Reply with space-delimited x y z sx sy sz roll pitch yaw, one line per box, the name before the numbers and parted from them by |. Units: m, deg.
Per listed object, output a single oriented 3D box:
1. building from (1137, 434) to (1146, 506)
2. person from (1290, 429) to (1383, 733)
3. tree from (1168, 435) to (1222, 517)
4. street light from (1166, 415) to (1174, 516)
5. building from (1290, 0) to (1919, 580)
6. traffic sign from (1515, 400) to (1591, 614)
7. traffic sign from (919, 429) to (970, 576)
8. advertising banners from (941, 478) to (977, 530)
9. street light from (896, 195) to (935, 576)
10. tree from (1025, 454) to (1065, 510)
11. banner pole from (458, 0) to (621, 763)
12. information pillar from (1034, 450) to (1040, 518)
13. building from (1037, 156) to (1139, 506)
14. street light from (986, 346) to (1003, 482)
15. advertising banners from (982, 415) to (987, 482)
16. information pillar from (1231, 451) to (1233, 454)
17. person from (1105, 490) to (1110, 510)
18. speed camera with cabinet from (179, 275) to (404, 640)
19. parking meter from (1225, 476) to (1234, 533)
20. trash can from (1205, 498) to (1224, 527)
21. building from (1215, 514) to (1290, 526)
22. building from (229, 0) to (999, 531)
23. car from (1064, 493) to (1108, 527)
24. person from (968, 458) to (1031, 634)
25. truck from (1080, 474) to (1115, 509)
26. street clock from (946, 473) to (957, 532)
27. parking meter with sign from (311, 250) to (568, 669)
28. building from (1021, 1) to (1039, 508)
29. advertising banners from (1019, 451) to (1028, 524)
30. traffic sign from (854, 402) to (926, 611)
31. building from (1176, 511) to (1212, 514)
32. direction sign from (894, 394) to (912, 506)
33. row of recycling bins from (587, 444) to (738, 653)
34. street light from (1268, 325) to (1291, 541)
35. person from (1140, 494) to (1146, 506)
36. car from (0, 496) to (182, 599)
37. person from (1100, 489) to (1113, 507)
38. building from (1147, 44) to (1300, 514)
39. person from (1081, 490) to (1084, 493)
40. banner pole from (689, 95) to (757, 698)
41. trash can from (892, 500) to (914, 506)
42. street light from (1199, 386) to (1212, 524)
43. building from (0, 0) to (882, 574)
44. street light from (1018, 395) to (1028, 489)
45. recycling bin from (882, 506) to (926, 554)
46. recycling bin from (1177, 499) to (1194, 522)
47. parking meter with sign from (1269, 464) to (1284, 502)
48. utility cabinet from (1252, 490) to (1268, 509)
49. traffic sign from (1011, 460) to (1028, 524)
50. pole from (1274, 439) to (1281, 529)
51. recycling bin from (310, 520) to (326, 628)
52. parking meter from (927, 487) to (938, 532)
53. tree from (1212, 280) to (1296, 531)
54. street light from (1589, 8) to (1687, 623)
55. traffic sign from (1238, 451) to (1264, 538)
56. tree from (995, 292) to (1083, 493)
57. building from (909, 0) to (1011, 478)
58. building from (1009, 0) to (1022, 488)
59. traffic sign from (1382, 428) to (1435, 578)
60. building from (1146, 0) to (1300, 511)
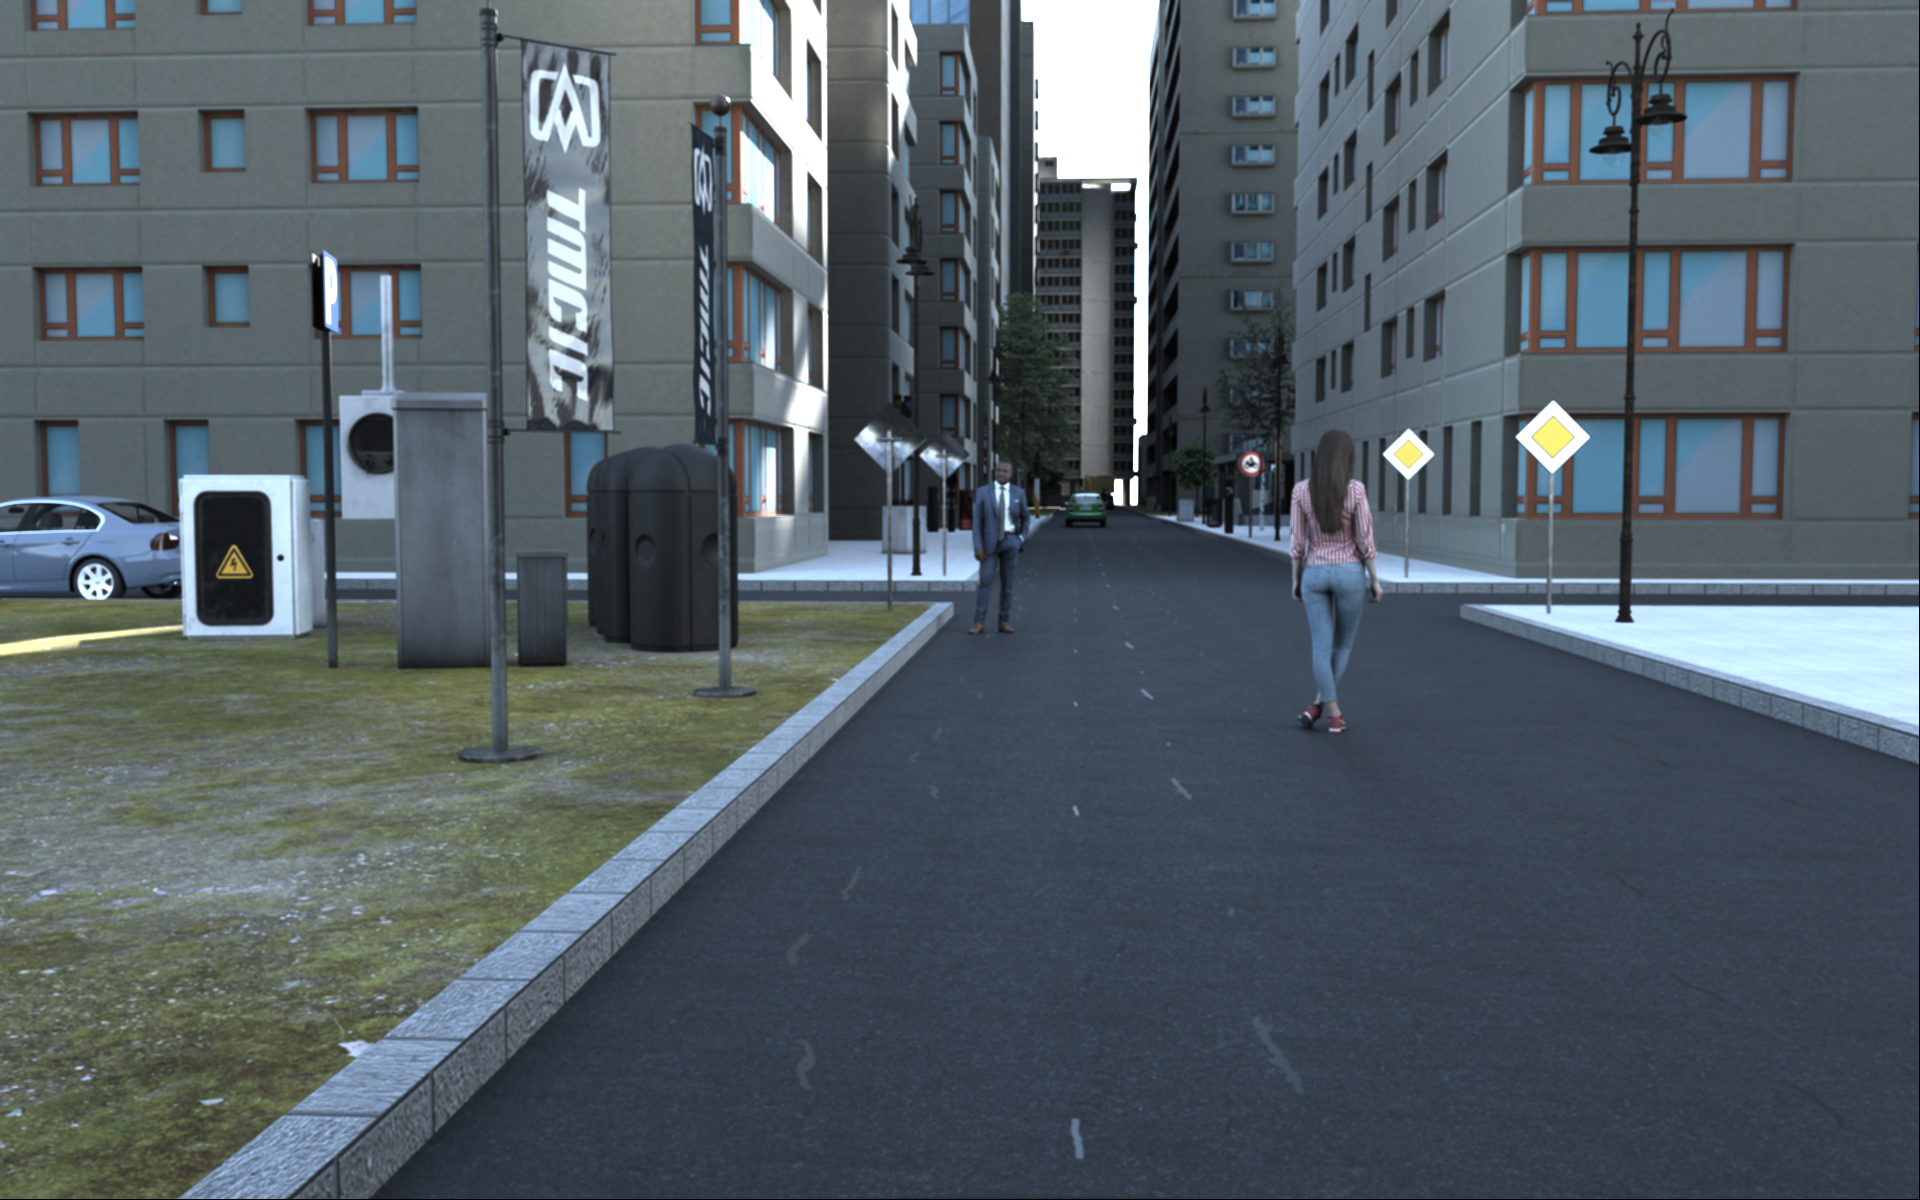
building | 35.687 -53.872 193.483 31.000 86.520 22.319 0 4 4
person | 2.270 -0.119 10.448 0.555 1.821 0.388 1 4 10
tree | 13.089 -6.880 96.200 4.285 4.588 4.351 0 3 0
street light | 12.262 -7.844 101.038 0.468 5.910 1.993 0 4 4
building | 23.756 -11.828 38.427 28.899 21.520 27.650 0 4 4
traffic sign | 6.309 -0.909 18.506 0.795 2.450 0.064 0 4 4
traffic sign | -0.240 -1.426 26.962 0.795 2.450 0.064 0 4 4
advertising banners | 0.244 -3.997 61.540 2.074 3.025 0.090 0 4 -1
street light | -0.688 -3.326 27.163 0.468 5.910 1.993 0 4 4
tree | 7.521 -10.237 151.083 4.285 4.588 4.351 0 3 0
banner pole | -2.058 -1.129 8.476 0.863 3.779 0.401 -3 4 -37
information pillar | 4.097 -6.168 92.202 0.183 3.616 0.504 -1 4 -22
building | 8.596 -31.194 201.908 23.993 40.220 32.217 0 4 4
street light | 1.085 -4.992 54.412 0.468 5.910 1.993 0 4 4
advertising banners | 0.699 -2.643 39.401 0.090 3.025 2.074 1 4 11
information pillar | 14.857 -6.251 93.552 0.504 3.616 0.183 1 4 12
person | 13.133 -8.974 155.094 0.709 1.838 0.599 2 4 29
speed camera with cabinet | -5.851 -1.294 15.496 2.038 3.252 0.660 0 4 -7
parking meter | 8.784 -3.107 56.503 0.255 1.863 0.399 1 4 14
trash can | 9.804 -3.371 66.765 0.748 1.137 0.748 0 3 0
building | 27.843 -23.432 75.002 32.217 40.220 23.993 0 4 4
building | -12.680 -14.325 79.247 27.650 21.520 28.899 0 4 4
car | 5.571 -4.143 76.540 1.959 1.807 4.718 0 4 5
person | 0.391 -0.567 17.951 0.721 1.800 0.419 -1 4 -15
truck | 13.374 -10.433 166.503 3.469 3.379 9.791 0 4 2
street clock | -0.286 -3.318 58.813 0.358 2.002 0.471 1 4 18
parking meter with sign | -3.817 -1.014 12.845 1.738 3.016 0.543 -1 4 -10
building | -3.333 -33.203 166.572 21.600 48.544 21.300 0 4 4
advertising banners | 2.618 -4.582 71.106 0.090 3.025 2.074 0 4 -6
traffic sign | -0.769 -0.939 18.994 0.795 2.450 0.064 0 4 4
building | 25.143 -30.264 118.521 21.300 48.544 21.600 0 4 4
direction sign | -1.313 -2.921 39.760 0.379 3.537 0.876 2 4 24
row of recycling bins | -2.783 -0.521 15.638 1.069 1.692 3.534 -1 4 -19
street light | 8.757 -4.577 47.616 0.468 5.910 1.993 0 4 4
person | 19.408 -10.444 182.517 1.065 1.426 0.557 -2 4 -32
car | -12.204 -0.673 23.009 4.499 1.417 2.014 0 4 5
person | 10.071 -6.902 121.371 1.348 1.821 0.705 -1 4 -23
building | 31.836 -27.494 141.412 32.217 40.220 23.993 0 4 4
person | 8.583 -6.858 121.562 0.756 1.711 0.436 -2 4 -31
banner pole | -1.536 -1.268 10.746 0.401 3.779 0.863 0 4 8
trash can | -1.500 -1.989 44.179 0.748 1.137 0.748 0 3 0
street light | 10.460 -6.198 74.128 0.468 5.910 1.993 0 4 4
building | -16.151 -12.081 42.566 27.650 21.520 28.899 0 4 4
street light | 2.966 -6.623 81.081 0.468 5.910 1.993 0 4 4
recycling bin | -1.202 -1.521 37.415 0.722 1.027 0.722 2 4 33
recycling bin | 10.561 -4.194 81.121 0.722 1.027 0.722 0 4 -2
parking meter with sign | 17.049 -5.778 90.729 0.543 3.016 1.738 -3 5 -44
utility cabinet | 15.501 -5.001 90.444 1.173 1.500 0.318 -1 4 -18
traffic sign | 2.185 -3.985 65.259 0.768 2.556 0.104 1 4 13
pole | 11.739 -4.289 63.972 0.158 3.312 0.155 0 3 0
recycling bin | -6.569 -0.259 16.791 0.722 1.027 0.722 -2 4 -25
parking meter | -0.916 -3.075 58.686 0.372 1.533 0.369 0 3 0
tree | 10.595 -6.736 60.492 4.360 8.622 3.978 0 3 0
street light | 6.650 -2.714 17.154 0.468 5.910 1.993 0 4 4
traffic sign | 8.557 -3.111 50.973 0.768 2.556 0.104 0 4 5
tree | 3.125 -10.996 97.914 7.486 12.596 7.792 0 3 0
building | -4.012 -28.067 109.010 14.600 45.320 14.200 0 4 4
building | -2.868 -26.888 123.206 14.154 41.232 14.086 0 4 4
traffic sign | 6.837 -1.396 26.474 0.795 2.450 0.064 0 4 4
building | 28.914 -33.055 164.154 21.300 48.544 21.600 0 4 4
